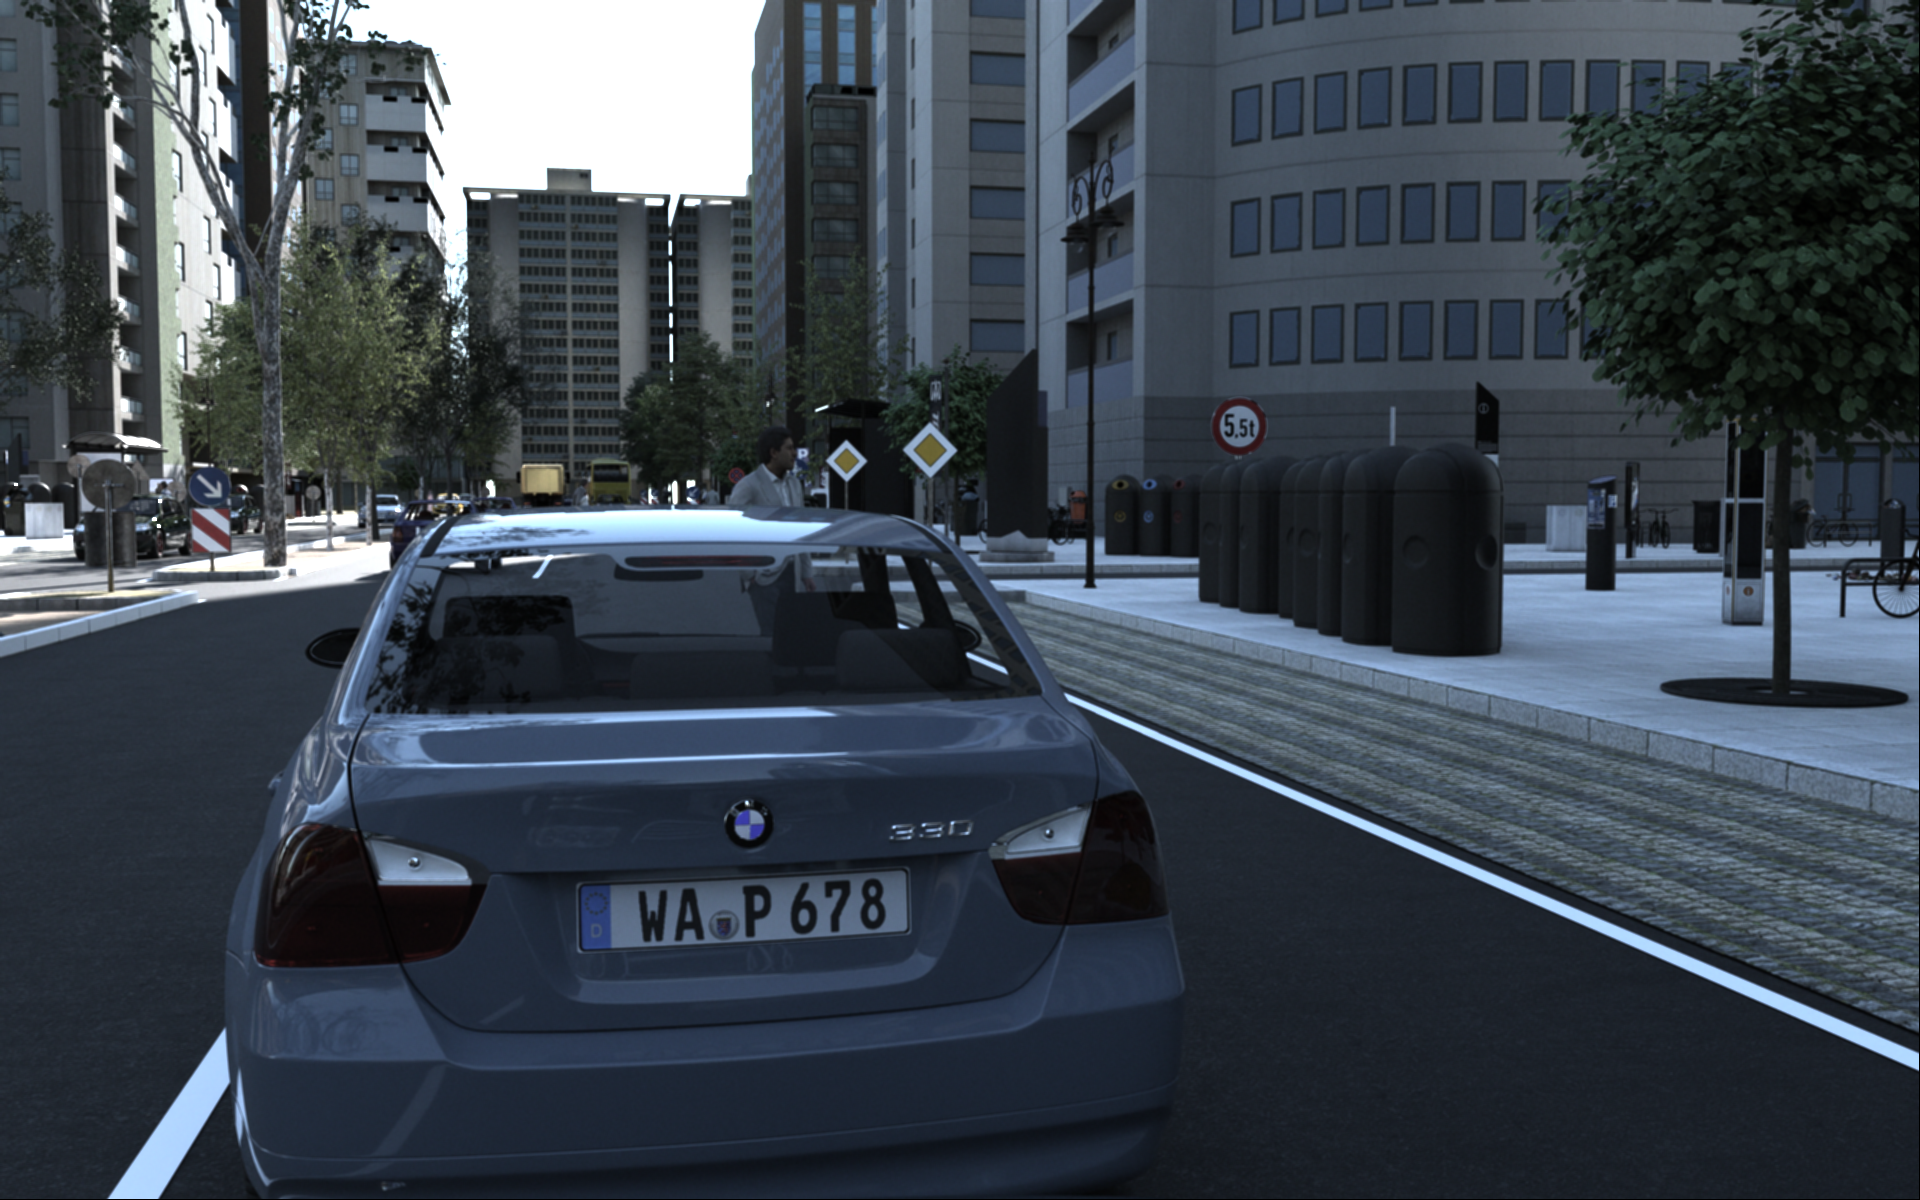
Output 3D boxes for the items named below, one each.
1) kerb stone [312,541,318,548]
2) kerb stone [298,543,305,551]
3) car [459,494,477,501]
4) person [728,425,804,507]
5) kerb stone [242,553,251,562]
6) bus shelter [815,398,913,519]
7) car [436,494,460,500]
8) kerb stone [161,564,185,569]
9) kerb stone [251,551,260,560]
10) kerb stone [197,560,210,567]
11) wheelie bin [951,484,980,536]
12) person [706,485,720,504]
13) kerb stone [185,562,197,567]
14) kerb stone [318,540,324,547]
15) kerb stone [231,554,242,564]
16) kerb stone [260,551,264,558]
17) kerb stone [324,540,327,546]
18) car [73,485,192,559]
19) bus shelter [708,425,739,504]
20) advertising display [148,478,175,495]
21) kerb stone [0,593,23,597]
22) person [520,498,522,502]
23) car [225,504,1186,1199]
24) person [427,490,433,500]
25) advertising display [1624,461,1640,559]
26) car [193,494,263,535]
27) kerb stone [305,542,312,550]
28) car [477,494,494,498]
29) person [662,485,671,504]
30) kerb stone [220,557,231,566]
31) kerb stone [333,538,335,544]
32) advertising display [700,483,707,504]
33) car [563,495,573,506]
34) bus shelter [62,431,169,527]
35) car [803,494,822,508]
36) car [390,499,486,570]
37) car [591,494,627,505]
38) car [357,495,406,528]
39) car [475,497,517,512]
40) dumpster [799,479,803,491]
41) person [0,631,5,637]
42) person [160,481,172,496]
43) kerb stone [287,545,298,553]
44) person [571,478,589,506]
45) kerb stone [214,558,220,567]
[{"bbox_3d":[-17.071,-1.424,45.481,0.120,0.150,1.000,-1,4,-12],"label":"kerb stone"},{"bbox_3d":[-16.641,-1.301,43.474,0.120,0.150,1.000,-1,4,-12],"label":"kerb stone"},{"bbox_3d":[-39.908,-7.855,140.229,2.131,1.459,4.920,-1,4,-13],"label":"car"},{"bbox_3d":[-1.199,-0.133,10.517,0.795,1.843,0.661,3,5,40],"label":"person"},{"bbox_3d":[-15.153,-0.873,36.466,0.120,0.150,1.000,-1,4,-12],"label":"kerb stone"},{"bbox_3d":[-2.543,-3.321,45.581,1.731,3.624,6.357,-1,4,-12],"label":"bus shelter"},{"bbox_3d":[-32.630,-6.122,110.325,2.015,1.641,3.980,-1,4,-12],"label":"car"},{"bbox_3d":[-13.866,-0.505,30.468,0.120,0.150,1.000,-1,4,-12],"label":"kerb stone"},{"bbox_3d":[-15.364,-0.934,37.466,0.120,0.150,1.000,-1,4,-12],"label":"kerb stone"},{"bbox_3d":[-14.288,-0.628,32.469,0.120,0.150,1.000,-1,4,-12],"label":"kerb stone"},{"bbox_3d":[0.172,-2.784,53.419,0.980,1.594,0.693,3,5,41],"label":"wheelie bin"},{"bbox_3d":[-10.503,-3.986,73.764,0.635,1.810,0.391,0,4,4],"label":"person"},{"bbox_3d":[-14.083,-0.567,31.467,0.120,0.150,1.000,-1,4,-12],"label":"kerb stone"},{"bbox_3d":[-17.287,-1.486,46.485,0.120,0.150,1.000,-1,4,-12],"label":"kerb stone"},{"bbox_3d":[-14.930,-0.804,35.469,0.120,0.150,1.000,-1,4,-12],"label":"kerb stone"},{"bbox_3d":[-15.574,-0.995,38.469,0.120,0.150,1.000,-1,4,-12],"label":"kerb stone"},{"bbox_3d":[-17.504,-1.544,47.484,0.120,0.150,1.000,-1,4,-12],"label":"kerb stone"},{"bbox_3d":[-18.732,-1.807,39.327,2.009,1.686,4.222,-1,4,-10],"label":"car"},{"bbox_3d":[-13.177,-7.418,98.910,2.179,5.291,8.768,-1,4,-12],"label":"bus shelter"},{"bbox_3d":[-31.536,-3.869,68.469,0.974,1.923,0.123,-1,4,-14],"label":"advertising display"},{"bbox_3d":[-12.049,0.017,21.919,0.120,0.150,1.000,-1,4,-12],"label":"kerb stone"},{"bbox_3d":[-30.020,-6.846,120.561,1.348,1.807,0.705,1,4,12],"label":"person"},{"bbox_3d":[-0.803,0.442,4.768,2.014,1.417,4.499,-1,4,-13],"label":"car"},{"bbox_3d":[-39.798,-7.396,130.092,0.621,1.740,0.551,-1,4,-17],"label":"person"},{"bbox_3d":[13.444,-1.801,34.660,0.123,1.923,0.974,2,4,30],"label":"advertising display"},{"bbox_3d":[-25.888,-3.145,61.211,2.009,1.686,4.222,-1,4,-10],"label":"car"},{"bbox_3d":[-16.856,-1.363,44.473,0.120,0.150,1.000,-1,4,-12],"label":"kerb stone"},{"bbox_3d":[-44.659,-9.260,163.192,2.131,1.459,4.920,-1,4,-12],"label":"car"},{"bbox_3d":[-14.772,-4.820,86.670,0.648,1.900,0.474,3,4,38],"label":"person"},{"bbox_3d":[-14.721,-0.747,34.467,0.120,0.150,1.000,-1,4,-12],"label":"kerb stone"},{"bbox_3d":[-17.716,-1.608,48.491,0.120,0.150,1.000,-1,4,-12],"label":"kerb stone"},{"bbox_3d":[-15.365,-6.020,103.643,0.123,1.923,0.974,1,4,10],"label":"advertising display"},{"bbox_3d":[-39.938,-10.057,177.018,1.945,1.354,3.894,-1,4,-11],"label":"car"},{"bbox_3d":[-28.484,-3.959,58.657,2.014,3.302,5.546,-1,4,-12],"label":"bus shelter"},{"bbox_3d":[-3.987,-1.838,39.840,2.009,1.686,4.222,-1,4,-11],"label":"car"},{"bbox_3d":[-9.535,-1.206,32.304,1.945,1.354,3.894,-1,4,-10],"label":"car"},{"bbox_3d":[-19.353,-5.248,95.591,2.009,1.686,4.222,-1,4,-13],"label":"car"},{"bbox_3d":[-24.951,-3.843,74.839,2.014,1.417,4.499,-1,4,-14],"label":"car"},{"bbox_3d":[-14.763,-2.591,54.943,1.945,1.354,3.894,-1,4,-14],"label":"car"},{"bbox_3d":[-6.943,-4.324,73.196,1.502,2.255,1.985,-1,4,-12],"label":"dumpster"},{"bbox_3d":[-9.147,-0.202,16.067,0.640,1.303,0.475,1,4,11],"label":"person"},{"bbox_3d":[-23.431,-2.591,51.040,0.419,1.800,0.721,-1,4,-16],"label":"person"},{"bbox_3d":[-16.432,-1.238,42.468,0.120,0.150,1.000,-1,4,-12],"label":"kerb stone"},{"bbox_3d":[-9.379,-2.099,42.922,0.850,1.850,0.679,0,4,-3],"label":"person"},{"bbox_3d":[-14.510,-0.689,33.467,0.120,0.150,1.000,-1,4,-12],"label":"kerb stone"}]
